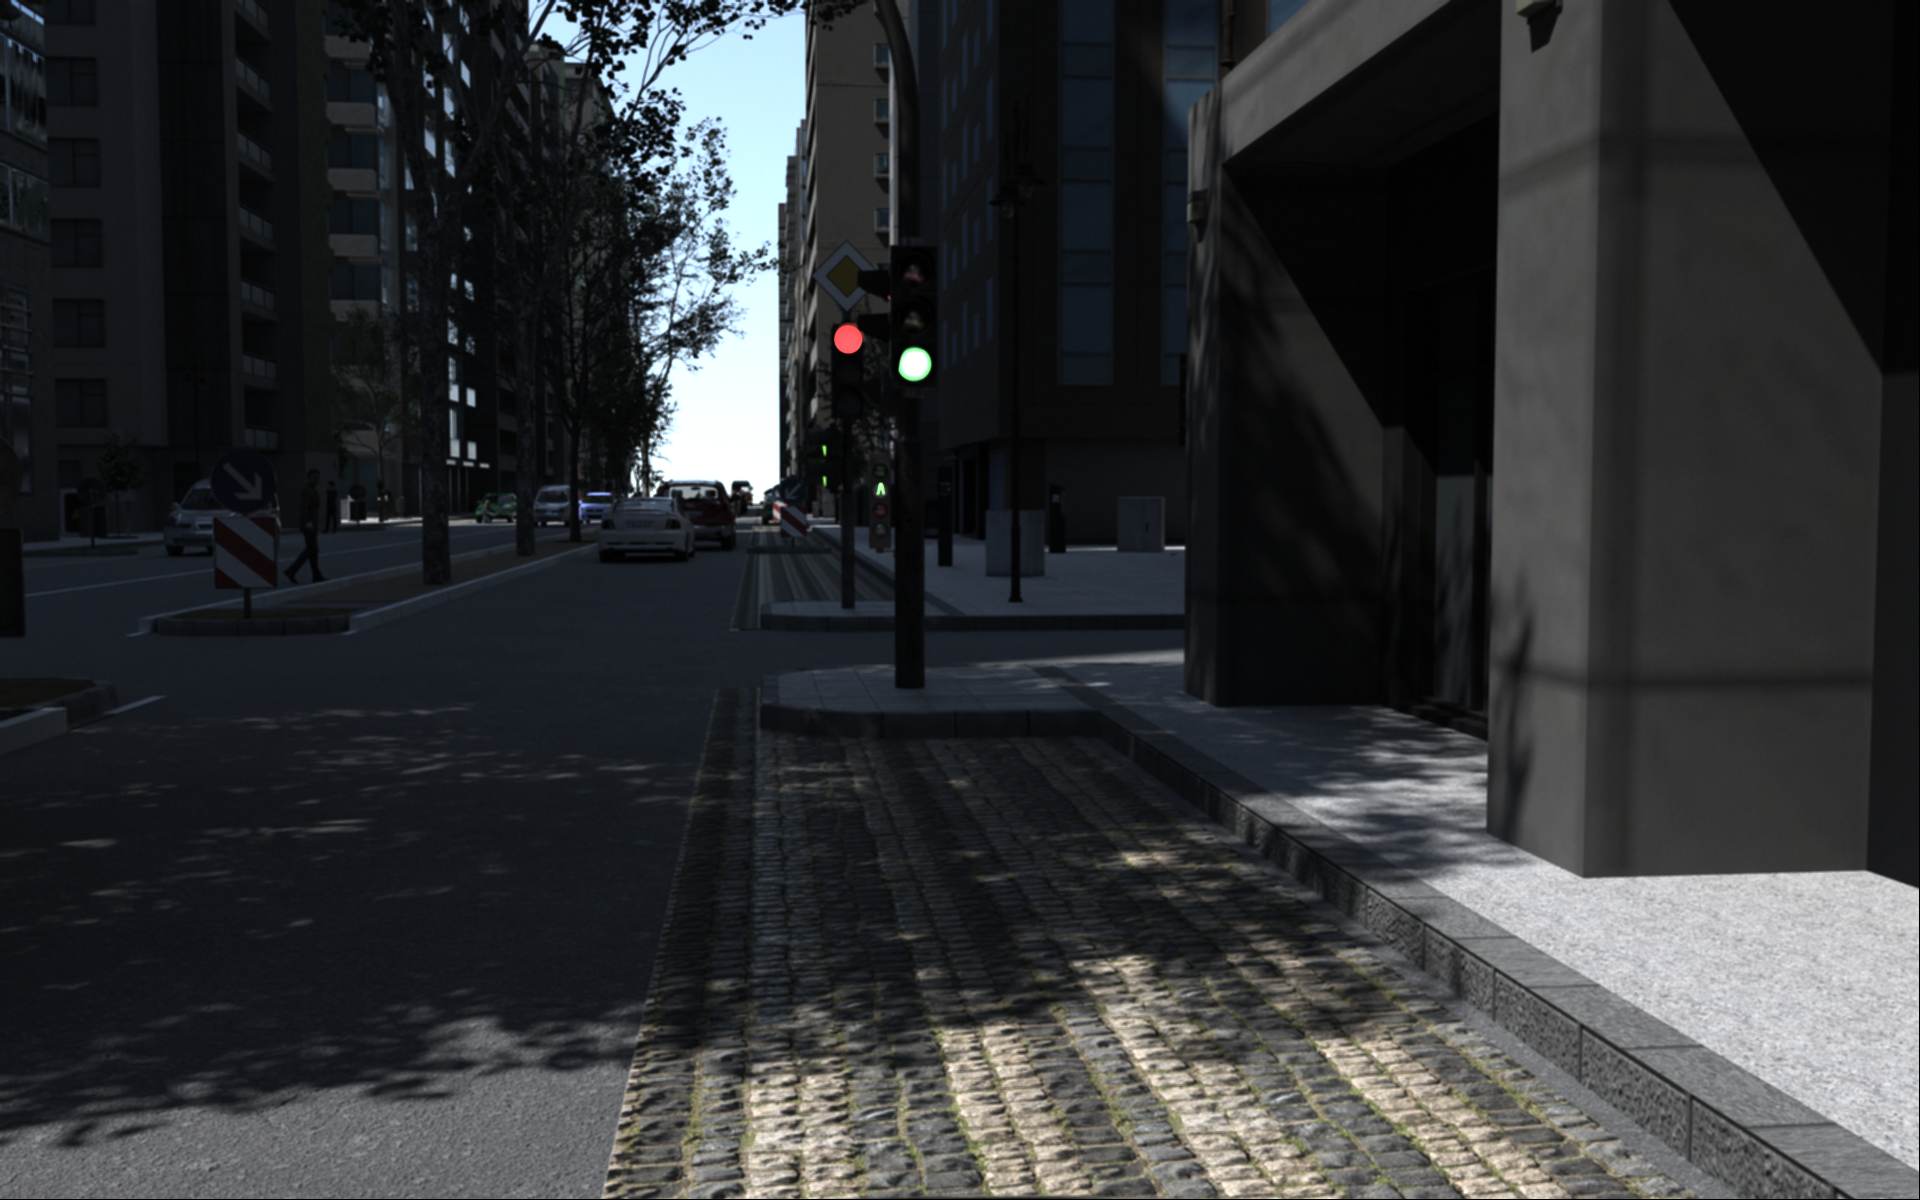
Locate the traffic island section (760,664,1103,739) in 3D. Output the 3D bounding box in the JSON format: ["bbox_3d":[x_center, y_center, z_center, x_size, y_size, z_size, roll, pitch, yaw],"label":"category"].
[{"bbox_3d":[-0.321,0.658,11.521,2.009,0.180,2.903,0,4,-7],"label":"traffic island section"}]

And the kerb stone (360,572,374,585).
[{"bbox_3d":[-9.507,-0.323,27.484,0.120,0.150,1.000,0,4,-7],"label":"kerb stone"}]

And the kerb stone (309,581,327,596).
[{"bbox_3d":[-9.149,-0.133,24.434,0.120,0.150,1.000,0,4,-7],"label":"kerb stone"}]

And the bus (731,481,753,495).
[{"bbox_3d":[-30.788,-15.266,244.456,2.948,3.499,13.247,0,4,-6],"label":"bus"}]

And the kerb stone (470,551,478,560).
[{"bbox_3d":[-10.676,-0.946,37.662,0.120,0.150,1.000,0,4,-7],"label":"kerb stone"}]

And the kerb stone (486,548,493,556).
[{"bbox_3d":[-10.908,-1.062,39.702,0.120,0.150,1.000,0,4,-7],"label":"kerb stone"}]

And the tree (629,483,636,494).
[{"bbox_3d":[-47.836,-15.674,250.876,1.663,3.219,1.824,0,3,0],"label":"tree"}]

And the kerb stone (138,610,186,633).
[{"bbox_3d":[-8.446,0.237,18.315,0.120,0.150,1.000,0,4,-7],"label":"kerb stone"}]

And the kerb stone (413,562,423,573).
[{"bbox_3d":[-9.966,-0.570,31.567,0.120,0.150,1.000,0,4,-7],"label":"kerb stone"}]

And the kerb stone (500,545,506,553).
[{"bbox_3d":[-11.141,-1.195,41.739,0.120,0.150,1.000,0,4,-7],"label":"kerb stone"}]

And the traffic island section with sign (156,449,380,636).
[{"bbox_3d":[-7.410,-0.628,18.404,2.006,1.907,1.989,0,4,-7],"label":"traffic island section with sign"}]

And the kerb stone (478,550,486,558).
[{"bbox_3d":[-10.791,-1.008,38.678,0.120,0.150,1.000,0,4,-7],"label":"kerb stone"}]

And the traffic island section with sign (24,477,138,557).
[{"bbox_3d":[-20.278,-1.927,40.136,1.989,1.847,2.006,0,4,-7],"label":"traffic island section with sign"}]

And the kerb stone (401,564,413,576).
[{"bbox_3d":[-9.849,-0.511,30.551,0.120,0.150,1.000,0,4,-7],"label":"kerb stone"}]

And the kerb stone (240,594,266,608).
[{"bbox_3d":[-8.799,0.052,21.370,0.120,0.150,1.000,0,4,-7],"label":"kerb stone"}]

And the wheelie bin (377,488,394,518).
[{"bbox_3d":[-30.224,-5.091,91.152,0.693,1.594,0.980,-3,5,-43],"label":"wheelie bin"}]

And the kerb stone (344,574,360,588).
[{"bbox_3d":[-9.384,-0.261,26.464,0.120,0.150,1.000,0,4,-7],"label":"kerb stone"}]

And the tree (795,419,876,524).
[{"bbox_3d":[-5.342,-5.516,73.904,4.285,4.588,4.351,0,3,0],"label":"tree"}]

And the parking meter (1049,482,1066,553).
[{"bbox_3d":[2.118,-1.784,37.577,0.372,1.533,0.369,0,3,0],"label":"parking meter"}]

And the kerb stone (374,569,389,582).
[{"bbox_3d":[-9.616,-0.383,28.501,0.120,0.150,1.000,0,4,-7],"label":"kerb stone"}]

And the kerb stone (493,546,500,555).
[{"bbox_3d":[-11.020,-1.126,40.718,0.120,0.150,1.000,0,4,-7],"label":"kerb stone"}]

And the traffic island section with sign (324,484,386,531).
[{"bbox_3d":[-23.391,-3.577,67.105,1.989,1.847,2.006,0,4,-7],"label":"traffic island section with sign"}]

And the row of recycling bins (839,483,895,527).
[{"bbox_3d":[-3.574,-3.746,68.360,1.069,1.692,3.534,-3,5,-40],"label":"row of recycling bins"}]

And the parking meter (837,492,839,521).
[{"bbox_3d":[-5.803,-4.573,83.184,0.372,1.533,0.369,0,3,0],"label":"parking meter"}]

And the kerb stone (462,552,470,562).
[{"bbox_3d":[-10.560,-0.877,36.648,0.120,0.150,1.000,0,4,-7],"label":"kerb stone"}]

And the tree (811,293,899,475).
[{"bbox_3d":[-3.014,-6.760,60.889,4.737,8.622,4.395,0,3,0],"label":"tree"}]

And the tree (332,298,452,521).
[{"bbox_3d":[-28.020,-9.090,83.037,7.601,10.594,8.767,-1,4,-13],"label":"tree"}]

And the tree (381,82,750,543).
[{"bbox_3d":[-11.438,-8.452,51.010,12.009,13.543,11.850,0,3,0],"label":"tree"}]

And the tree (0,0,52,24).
[{"bbox_3d":[-6.078,-5.878,5.210,9.857,13.997,8.962,0,3,0],"label":"tree"}]

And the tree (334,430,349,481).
[{"bbox_3d":[-27.349,-5.472,73.178,4.285,4.588,4.351,0,3,0],"label":"tree"}]

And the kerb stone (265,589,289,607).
[{"bbox_3d":[-8.911,-0.012,22.392,0.120,0.150,1.000,0,4,-7],"label":"kerb stone"}]

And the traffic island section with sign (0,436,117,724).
[{"bbox_3d":[-6.572,-0.178,11.044,2.006,1.907,1.989,0,4,-7],"label":"traffic island section with sign"}]

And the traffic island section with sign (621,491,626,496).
[{"bbox_3d":[-38.448,-11.574,197.866,1.989,1.847,2.006,0,4,-7],"label":"traffic island section with sign"}]

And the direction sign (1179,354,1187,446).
[{"bbox_3d":[3.988,-2.204,28.029,0.876,3.537,0.379,1,4,15],"label":"direction sign"}]

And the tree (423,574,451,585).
[{"bbox_3d":[-6.964,-10.258,26.062,12.611,20.169,13.585,0,3,0],"label":"tree"}]

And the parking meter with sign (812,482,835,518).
[{"bbox_3d":[-6.934,-5.829,91.564,1.738,3.016,0.543,0,4,-4],"label":"parking meter with sign"}]

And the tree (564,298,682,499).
[{"bbox_3d":[-12.106,-6.647,61.501,4.360,8.622,3.978,0,3,0],"label":"tree"}]

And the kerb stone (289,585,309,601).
[{"bbox_3d":[-9.033,-0.074,23.412,0.120,0.150,1.000,0,4,-7],"label":"kerb stone"}]

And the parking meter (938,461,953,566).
[{"bbox_3d":[-0.262,-1.538,30.850,0.255,1.863,0.399,0,4,0],"label":"parking meter"}]

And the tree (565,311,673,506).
[{"bbox_3d":[-13.881,-7.278,71.819,4.737,8.622,4.395,0,3,0],"label":"tree"}]

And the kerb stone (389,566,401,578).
[{"bbox_3d":[-9.739,-0.447,29.528,0.120,0.150,1.000,0,4,-7],"label":"kerb stone"}]

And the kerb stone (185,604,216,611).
[{"bbox_3d":[-8.558,0.175,19.336,0.120,0.150,1.000,0,4,-7],"label":"kerb stone"}]

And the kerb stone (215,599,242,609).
[{"bbox_3d":[-8.677,0.113,20.352,0.120,0.150,1.000,0,4,-7],"label":"kerb stone"}]

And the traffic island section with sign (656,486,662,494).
[{"bbox_3d":[-16.019,-5.193,93.049,2.006,1.907,1.989,0,4,-7],"label":"traffic island section with sign"}]

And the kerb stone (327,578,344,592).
[{"bbox_3d":[-9.275,-0.199,25.448,0.120,0.150,1.000,0,4,-7],"label":"kerb stone"}]

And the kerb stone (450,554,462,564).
[{"bbox_3d":[-10.440,-0.822,35.630,0.120,0.150,1.000,0,4,-7],"label":"kerb stone"}]

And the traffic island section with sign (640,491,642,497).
[{"bbox_3d":[-41.600,-13.250,225.265,1.989,1.847,2.006,0,4,-7],"label":"traffic island section with sign"}]

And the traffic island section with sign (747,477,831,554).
[{"bbox_3d":[-4.176,-2.047,42.094,1.989,1.847,2.006,0,4,-7],"label":"traffic island section with sign"}]

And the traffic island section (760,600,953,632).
[{"bbox_3d":[-1.234,0.173,19.454,2.009,0.180,2.903,0,4,-7],"label":"traffic island section"}]

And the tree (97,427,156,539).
[{"bbox_3d":[-24.305,-3.378,49.830,1.663,3.219,1.824,0,3,0],"label":"tree"}]
